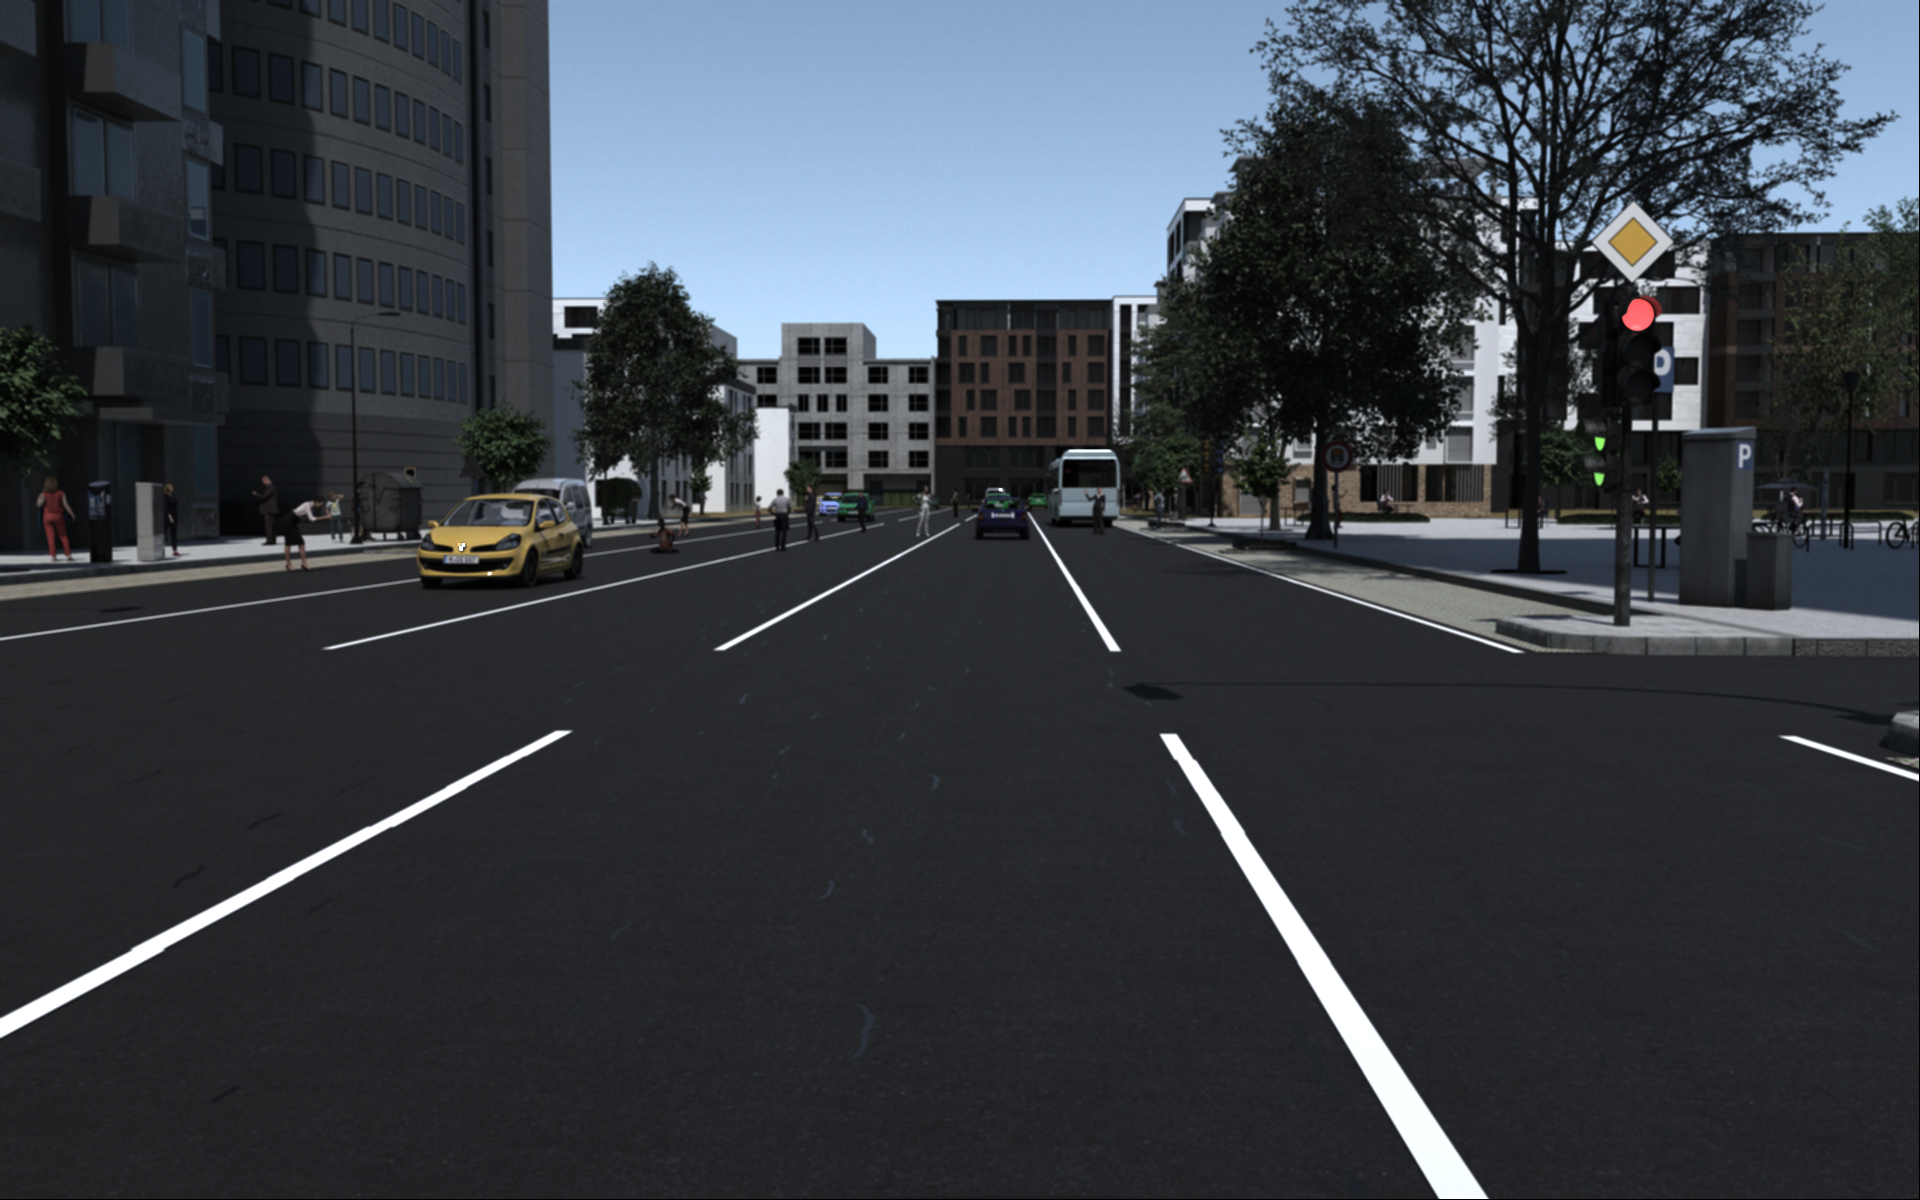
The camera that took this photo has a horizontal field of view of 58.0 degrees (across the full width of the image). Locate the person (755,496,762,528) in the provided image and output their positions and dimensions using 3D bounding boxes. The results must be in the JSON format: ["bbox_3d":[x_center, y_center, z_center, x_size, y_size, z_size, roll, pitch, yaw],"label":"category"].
[{"bbox_3d":[-8.410,-3.664,72.308,0.340,1.345,0.435,-2,4,-31],"label":"person"}]

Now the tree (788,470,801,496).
[{"bbox_3d":[-12.868,-8.760,137.827,1.663,3.219,1.824,0,3,0],"label":"tree"}]

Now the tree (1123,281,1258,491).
[{"bbox_3d":[12.391,-10.692,92.944,7.486,12.596,7.792,0,3,0],"label":"tree"}]

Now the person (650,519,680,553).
[{"bbox_3d":[-7.238,-1.538,41.932,0.859,0.850,0.655,2,4,35],"label":"person"}]

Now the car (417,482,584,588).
[{"bbox_3d":[-7.303,-1.067,27.669,2.015,1.641,3.980,0,4,3],"label":"car"}]

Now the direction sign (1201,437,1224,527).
[{"bbox_3d":[9.929,-4.663,68.240,0.876,3.537,0.379,1,4,9],"label":"direction sign"}]

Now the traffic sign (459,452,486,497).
[{"bbox_3d":[-15.157,-3.293,53.843,0.884,2.594,0.081,1,4,10],"label":"traffic sign"}]

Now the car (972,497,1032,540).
[{"bbox_3d":[1.351,-2.647,55.862,1.945,1.354,3.894,0,4,0],"label":"car"}]

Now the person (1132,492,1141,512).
[{"bbox_3d":[12.808,-7.106,125.454,0.697,1.427,0.421,-1,4,-17],"label":"person"}]

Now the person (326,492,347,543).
[{"bbox_3d":[-16.399,-2.177,45.549,0.340,1.345,0.435,3,5,41],"label":"person"}]

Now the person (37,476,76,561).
[{"bbox_3d":[-17.218,-1.543,32.983,0.593,1.614,0.444,0,4,-3],"label":"person"}]

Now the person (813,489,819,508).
[{"bbox_3d":[-12.977,-9.125,155.193,0.705,1.831,1.348,1,4,16],"label":"person"}]

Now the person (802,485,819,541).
[{"bbox_3d":[-4.540,-2.644,52.643,0.530,1.710,0.541,0,4,-2],"label":"person"}]

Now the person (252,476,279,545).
[{"bbox_3d":[-17.452,-2.253,43.560,0.600,1.739,0.565,-3,5,-44],"label":"person"}]

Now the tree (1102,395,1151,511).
[{"bbox_3d":[12.277,-10.887,128.362,4.360,8.622,3.978,0,3,0],"label":"tree"}]

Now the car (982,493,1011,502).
[{"bbox_3d":[2.179,-5.395,96.998,1.959,1.807,4.718,0,4,3],"label":"car"}]

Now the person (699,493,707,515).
[{"bbox_3d":[-15.983,-6.206,107.598,0.705,1.814,1.350,0,4,7],"label":"person"}]

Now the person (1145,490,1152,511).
[{"bbox_3d":[14.092,-7.581,130.019,0.705,1.821,1.348,-1,4,-13],"label":"person"}]

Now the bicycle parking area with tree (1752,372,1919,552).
[{"bbox_3d":[22.191,-3.154,38.565,9.016,4.147,8.231,-1,4,-20],"label":"bicycle parking area with tree"}]

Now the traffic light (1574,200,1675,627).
[{"bbox_3d":[6.418,-1.701,16.732,0.839,4.253,0.868,0,4,2],"label":"traffic light"}]

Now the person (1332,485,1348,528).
[{"bbox_3d":[14.463,-3.580,66.030,0.517,1.644,0.566,-2,4,-35],"label":"person"}]

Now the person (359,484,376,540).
[{"bbox_3d":[-16.485,-2.448,48.138,0.319,1.574,0.516,2,4,26],"label":"person"}]

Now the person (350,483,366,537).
[{"bbox_3d":[-16.979,-2.527,49.221,0.647,1.594,0.662,0,4,-5],"label":"person"}]

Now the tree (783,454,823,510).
[{"bbox_3d":[-12.765,-9.638,141.293,4.285,4.588,4.351,0,3,0],"label":"tree"}]

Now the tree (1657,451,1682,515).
[{"bbox_3d":[31.624,-5.081,77.673,1.663,3.219,1.824,0,3,0],"label":"tree"}]

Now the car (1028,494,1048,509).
[{"bbox_3d":[7.513,-9.614,165.982,1.959,1.807,4.718,0,4,3],"label":"car"}]

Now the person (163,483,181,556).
[{"bbox_3d":[-16.420,-1.665,35.812,0.613,1.512,0.480,0,4,-8],"label":"person"}]

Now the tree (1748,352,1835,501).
[{"bbox_3d":[42.227,-8.447,88.470,4.360,8.622,3.978,0,3,0],"label":"tree"}]

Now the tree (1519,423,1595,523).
[{"bbox_3d":[26.788,-5.738,77.528,4.285,4.588,4.351,0,3,0],"label":"tree"}]

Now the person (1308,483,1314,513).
[{"bbox_3d":[17.477,-4.876,85.887,0.434,1.807,0.598,-1,4,-15],"label":"person"}]

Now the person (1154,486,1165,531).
[{"bbox_3d":[7.750,-3.549,67.242,0.376,1.734,0.841,1,4,21],"label":"person"}]

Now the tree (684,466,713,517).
[{"bbox_3d":[-14.973,-6.384,98.977,1.663,3.219,1.824,0,3,0],"label":"tree"}]

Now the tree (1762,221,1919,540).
[{"bbox_3d":[24.136,-5.962,47.836,4.737,8.622,4.395,0,3,0],"label":"tree"}]

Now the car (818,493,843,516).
[{"bbox_3d":[-8.346,-6.406,114.321,1.945,1.707,3.694,0,4,1],"label":"car"}]

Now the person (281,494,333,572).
[{"bbox_3d":[-12.091,-1.242,31.995,0.799,1.438,0.628,-3,5,-42],"label":"person"}]

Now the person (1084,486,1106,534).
[{"bbox_3d":[4.792,-3.186,61.390,0.742,1.727,0.445,0,4,-7],"label":"person"}]

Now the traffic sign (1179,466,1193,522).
[{"bbox_3d":[10.404,-4.926,80.550,0.884,2.594,0.081,0,4,7],"label":"traffic sign"}]

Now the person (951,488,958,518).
[{"bbox_3d":[-0.304,-5.932,105.490,0.705,1.823,1.348,1,4,14],"label":"person"}]

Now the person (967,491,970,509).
[{"bbox_3d":[0.776,-9.911,171.263,0.721,1.735,1.217,0,4,7],"label":"person"}]

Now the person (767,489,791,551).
[{"bbox_3d":[-4.577,-2.029,43.891,0.614,1.554,0.590,0,4,2],"label":"person"}]

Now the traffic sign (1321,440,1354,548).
[{"bbox_3d":[8.955,-2.514,41.207,0.768,2.556,0.104,0,4,5],"label":"traffic sign"}]

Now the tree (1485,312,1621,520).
[{"bbox_3d":[29.571,-9.287,86.257,7.601,10.594,8.767,-1,4,-20],"label":"tree"}]

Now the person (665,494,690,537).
[{"bbox_3d":[-9.413,-2.829,57.937,0.628,1.438,0.799,2,4,25],"label":"person"}]

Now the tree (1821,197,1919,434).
[{"bbox_3d":[34.066,-8.208,59.959,9.928,11.665,9.643,0,3,0],"label":"tree"}]

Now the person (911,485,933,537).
[{"bbox_3d":[-1.221,-3.012,58.467,0.841,1.734,0.376,-2,4,-27],"label":"person"}]

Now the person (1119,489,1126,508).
[{"bbox_3d":[14.357,-9.088,155.309,1.217,1.739,0.721,-1,4,-16],"label":"person"}]

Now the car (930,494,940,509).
[{"bbox_3d":[-2.941,-9.474,166.698,2.131,1.459,4.920,0,4,1],"label":"car"}]

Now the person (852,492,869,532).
[{"bbox_3d":[-3.745,-3.280,64.815,0.600,1.496,0.574,-1,4,-13],"label":"person"}]

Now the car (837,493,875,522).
[{"bbox_3d":[-5.407,-4.979,90.207,1.959,1.807,4.718,0,4,0],"label":"car"}]
